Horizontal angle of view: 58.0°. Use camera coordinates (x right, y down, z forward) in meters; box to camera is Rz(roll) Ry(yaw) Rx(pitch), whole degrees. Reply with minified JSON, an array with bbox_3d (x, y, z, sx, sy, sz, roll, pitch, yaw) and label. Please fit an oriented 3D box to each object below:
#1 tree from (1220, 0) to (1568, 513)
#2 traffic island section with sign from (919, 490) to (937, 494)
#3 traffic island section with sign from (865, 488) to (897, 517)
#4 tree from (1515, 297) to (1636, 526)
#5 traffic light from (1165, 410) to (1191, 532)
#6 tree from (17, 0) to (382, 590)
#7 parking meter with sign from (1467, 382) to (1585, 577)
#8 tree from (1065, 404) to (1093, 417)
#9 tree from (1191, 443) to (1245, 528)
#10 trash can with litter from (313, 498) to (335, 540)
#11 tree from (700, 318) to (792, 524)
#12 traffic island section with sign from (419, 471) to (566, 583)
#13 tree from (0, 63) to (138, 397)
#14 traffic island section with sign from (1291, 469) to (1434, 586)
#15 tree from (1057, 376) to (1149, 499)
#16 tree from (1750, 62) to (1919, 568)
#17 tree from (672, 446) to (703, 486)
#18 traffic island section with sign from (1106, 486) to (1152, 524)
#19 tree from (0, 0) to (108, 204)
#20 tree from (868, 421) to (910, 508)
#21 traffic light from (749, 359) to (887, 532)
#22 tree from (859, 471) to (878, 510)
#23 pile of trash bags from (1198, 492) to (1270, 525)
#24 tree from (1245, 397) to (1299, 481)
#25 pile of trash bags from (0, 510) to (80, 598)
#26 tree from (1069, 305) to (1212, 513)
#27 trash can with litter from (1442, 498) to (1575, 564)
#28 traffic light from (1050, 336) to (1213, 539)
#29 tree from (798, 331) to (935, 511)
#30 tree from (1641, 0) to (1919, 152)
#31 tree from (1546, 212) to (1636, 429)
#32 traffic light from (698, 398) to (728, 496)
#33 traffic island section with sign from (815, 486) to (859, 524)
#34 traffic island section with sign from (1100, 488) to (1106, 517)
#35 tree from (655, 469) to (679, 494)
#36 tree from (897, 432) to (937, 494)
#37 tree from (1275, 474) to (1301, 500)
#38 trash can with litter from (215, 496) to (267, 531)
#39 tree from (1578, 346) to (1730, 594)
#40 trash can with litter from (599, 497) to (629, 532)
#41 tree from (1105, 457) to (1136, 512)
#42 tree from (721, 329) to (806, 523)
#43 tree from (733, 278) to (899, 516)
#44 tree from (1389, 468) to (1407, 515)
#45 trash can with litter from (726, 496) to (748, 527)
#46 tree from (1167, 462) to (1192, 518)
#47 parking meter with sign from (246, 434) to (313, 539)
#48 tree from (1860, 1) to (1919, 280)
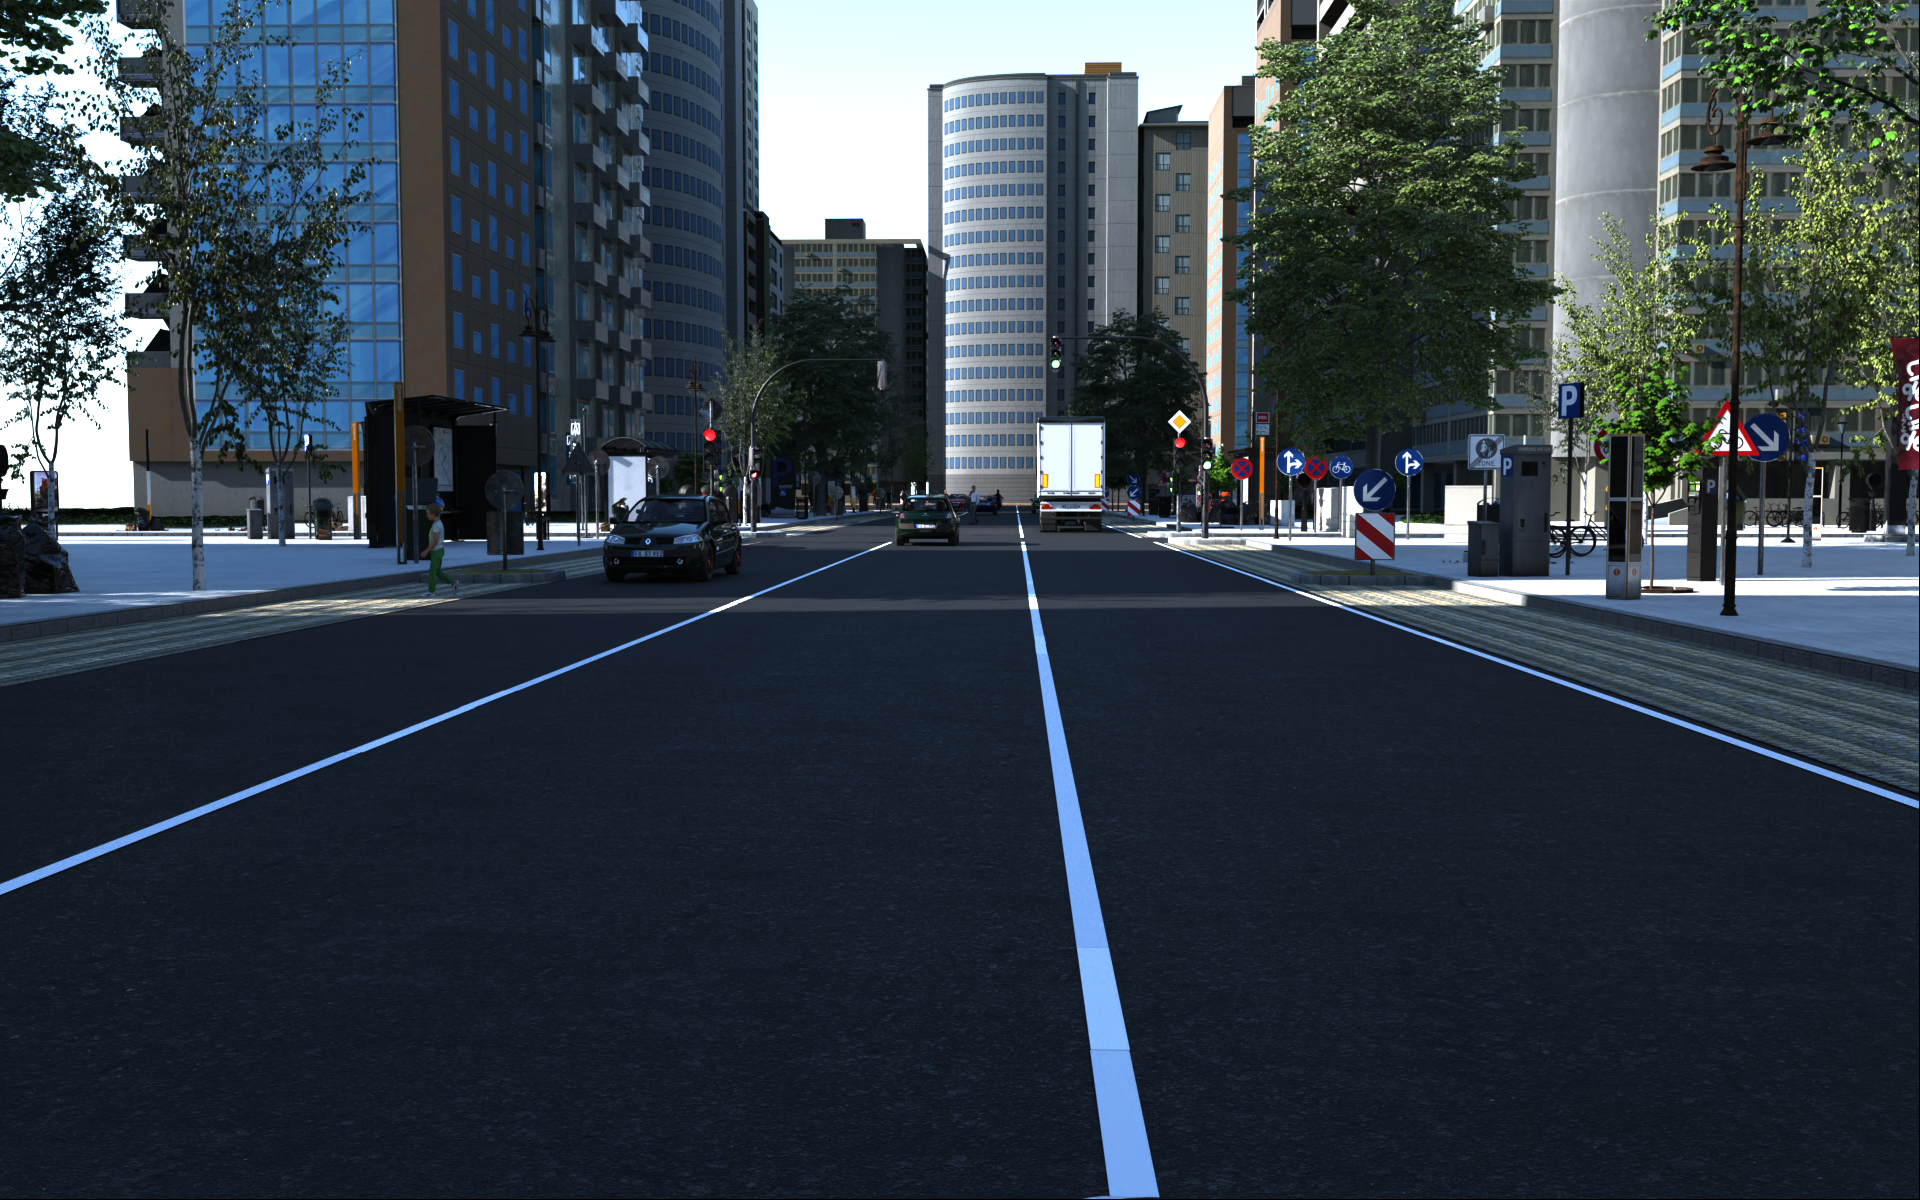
[{"bbox_3d":[9.295,-7.311,37.665,7.486,12.596,7.792,0,3,0],"label":"tree"},{"bbox_3d":[-3.440,-9.288,160.483,1.989,1.847,2.006,0,4,2],"label":"traffic island section with sign"},{"bbox_3d":[-5.024,-6.233,110.538,1.989,1.847,2.006,0,4,2],"label":"traffic island section with sign"},{"bbox_3d":[23.178,-6.994,64.710,4.360,8.622,3.978,0,3,0],"label":"tree"},{"bbox_3d":[7.310,-4.222,57.948,0.839,4.253,0.868,0,4,2],"label":"traffic light"},{"bbox_3d":[-9.941,-4.441,22.965,4.360,8.622,3.978,0,3,0],"label":"tree"},{"bbox_3d":[8.819,-1.885,27.075,1.738,3.016,0.543,-1,4,-16],"label":"parking meter with sign"},{"bbox_3d":[14.888,-17.857,208.976,9.611,12.733,9.660,0,3,0],"label":"tree"},{"bbox_3d":[9.810,-4.307,65.027,1.663,3.219,1.824,0,3,0],"label":"tree"},{"bbox_3d":[-17.802,-2.277,48.624,0.624,1.170,1.055,-2,4,-27],"label":"trash can with litter"},{"bbox_3d":[-9.127,-7.517,73.266,4.360,8.622,3.978,0,3,0],"label":"tree"},{"bbox_3d":[-7.606,-1.216,28.508,1.989,1.847,2.006,0,4,2],"label":"traffic island section with sign"},{"bbox_3d":[-18.541,-5.939,31.518,8.767,10.594,7.601,1,4,18],"label":"tree"},{"bbox_3d":[6.406,-1.178,27.890,1.989,1.847,2.006,0,4,2],"label":"traffic island section with sign"},{"bbox_3d":[14.111,-16.075,173.203,12.009,13.543,11.850,0,3,0],"label":"tree"},{"bbox_3d":[14.806,-4.889,30.299,4.737,8.622,4.395,0,3,0],"label":"tree"},{"bbox_3d":[-17.976,-8.175,117.381,4.285,4.588,4.351,0,3,0],"label":"tree"},{"bbox_3d":[8.144,-4.533,82.742,1.989,1.847,2.006,0,4,2],"label":"traffic island section with sign"},{"bbox_3d":[-11.322,-5.873,14.155,7.486,12.596,7.792,0,3,0],"label":"tree"},{"bbox_3d":[-6.392,-12.534,155.290,4.360,8.622,3.978,0,3,0],"label":"tree"},{"bbox_3d":[-4.851,-5.118,58.349,4.771,5.953,1.251,0,4,2],"label":"traffic light"},{"bbox_3d":[-7.439,-9.071,142.919,1.663,3.219,1.824,0,3,0],"label":"tree"},{"bbox_3d":[11.781,-3.879,73.168,1.912,1.369,3.447,-1,4,-17],"label":"pile of trash bags"},{"bbox_3d":[23.264,-10.963,129.604,4.737,8.622,4.395,0,3,0],"label":"tree"},{"bbox_3d":[-12.505,-0.700,21.195,1.912,1.369,3.447,0,4,3],"label":"pile of trash bags"},{"bbox_3d":[11.977,-12.804,115.993,9.857,13.997,8.962,0,3,0],"label":"tree"},{"bbox_3d":[10.312,-1.307,32.420,2.233,1.210,1.678,2,4,30],"label":"trash can with litter"},{"bbox_3d":[4.964,-4.601,49.891,4.771,5.953,1.251,0,4,2],"label":"traffic light"},{"bbox_3d":[-7.160,-13.403,129.505,12.009,13.543,11.850,0,3,0],"label":"tree"},{"bbox_3d":[8.083,-5.235,11.350,9.928,11.665,9.643,0,3,0],"label":"tree"},{"bbox_3d":[17.164,-5.716,43.815,4.737,8.622,4.395,0,3,0],"label":"tree"},{"bbox_3d":[-7.197,-3.760,50.399,0.839,4.253,0.868,0,4,2],"label":"traffic light"},{"bbox_3d":[-5.880,-4.555,83.097,1.989,1.847,2.006,0,4,2],"label":"traffic island section with sign"},{"bbox_3d":[8.979,-6.181,109.685,1.989,1.847,2.006,0,4,2],"label":"traffic island section with sign"},{"bbox_3d":[-19.376,-7.227,112.758,1.663,3.219,1.824,0,3,0],"label":"tree"},{"bbox_3d":[-5.376,-15.422,202.507,4.737,8.622,4.395,0,3,0],"label":"tree"},{"bbox_3d":[18.520,-6.330,98.099,1.663,3.219,1.824,0,3,0],"label":"tree"},{"bbox_3d":[-24.816,-3.017,60.383,2.233,1.210,1.678,1,4,9],"label":"trash can with litter"},{"bbox_3d":[9.212,-1.715,22.643,1.663,3.219,1.824,0,3,0],"label":"tree"},{"bbox_3d":[-11.851,-2.924,59.189,1.055,1.170,0.624,0,4,3],"label":"trash can with litter"},{"bbox_3d":[11.592,-8.789,127.417,4.285,4.588,4.351,0,3,0],"label":"tree"},{"bbox_3d":[-9.039,-7.806,77.997,4.737,8.622,4.395,0,3,0],"label":"tree"},{"bbox_3d":[-8.341,-11.956,102.128,9.857,13.997,8.962,0,3,0],"label":"tree"},{"bbox_3d":[26.965,-6.850,106.599,1.663,3.219,1.824,0,3,0],"label":"tree"},{"bbox_3d":[-9.274,-3.549,69.090,1.678,1.210,2.233,-1,4,-15],"label":"trash can with litter"},{"bbox_3d":[11.438,-5.922,91.432,1.663,3.219,1.824,0,3,0],"label":"tree"},{"bbox_3d":[-19.487,-3.262,49.590,1.738,3.016,0.543,-2,4,-35],"label":"parking meter with sign"},{"bbox_3d":[13.871,-4.443,23.001,4.360,8.622,3.978,0,3,0],"label":"tree"}]
